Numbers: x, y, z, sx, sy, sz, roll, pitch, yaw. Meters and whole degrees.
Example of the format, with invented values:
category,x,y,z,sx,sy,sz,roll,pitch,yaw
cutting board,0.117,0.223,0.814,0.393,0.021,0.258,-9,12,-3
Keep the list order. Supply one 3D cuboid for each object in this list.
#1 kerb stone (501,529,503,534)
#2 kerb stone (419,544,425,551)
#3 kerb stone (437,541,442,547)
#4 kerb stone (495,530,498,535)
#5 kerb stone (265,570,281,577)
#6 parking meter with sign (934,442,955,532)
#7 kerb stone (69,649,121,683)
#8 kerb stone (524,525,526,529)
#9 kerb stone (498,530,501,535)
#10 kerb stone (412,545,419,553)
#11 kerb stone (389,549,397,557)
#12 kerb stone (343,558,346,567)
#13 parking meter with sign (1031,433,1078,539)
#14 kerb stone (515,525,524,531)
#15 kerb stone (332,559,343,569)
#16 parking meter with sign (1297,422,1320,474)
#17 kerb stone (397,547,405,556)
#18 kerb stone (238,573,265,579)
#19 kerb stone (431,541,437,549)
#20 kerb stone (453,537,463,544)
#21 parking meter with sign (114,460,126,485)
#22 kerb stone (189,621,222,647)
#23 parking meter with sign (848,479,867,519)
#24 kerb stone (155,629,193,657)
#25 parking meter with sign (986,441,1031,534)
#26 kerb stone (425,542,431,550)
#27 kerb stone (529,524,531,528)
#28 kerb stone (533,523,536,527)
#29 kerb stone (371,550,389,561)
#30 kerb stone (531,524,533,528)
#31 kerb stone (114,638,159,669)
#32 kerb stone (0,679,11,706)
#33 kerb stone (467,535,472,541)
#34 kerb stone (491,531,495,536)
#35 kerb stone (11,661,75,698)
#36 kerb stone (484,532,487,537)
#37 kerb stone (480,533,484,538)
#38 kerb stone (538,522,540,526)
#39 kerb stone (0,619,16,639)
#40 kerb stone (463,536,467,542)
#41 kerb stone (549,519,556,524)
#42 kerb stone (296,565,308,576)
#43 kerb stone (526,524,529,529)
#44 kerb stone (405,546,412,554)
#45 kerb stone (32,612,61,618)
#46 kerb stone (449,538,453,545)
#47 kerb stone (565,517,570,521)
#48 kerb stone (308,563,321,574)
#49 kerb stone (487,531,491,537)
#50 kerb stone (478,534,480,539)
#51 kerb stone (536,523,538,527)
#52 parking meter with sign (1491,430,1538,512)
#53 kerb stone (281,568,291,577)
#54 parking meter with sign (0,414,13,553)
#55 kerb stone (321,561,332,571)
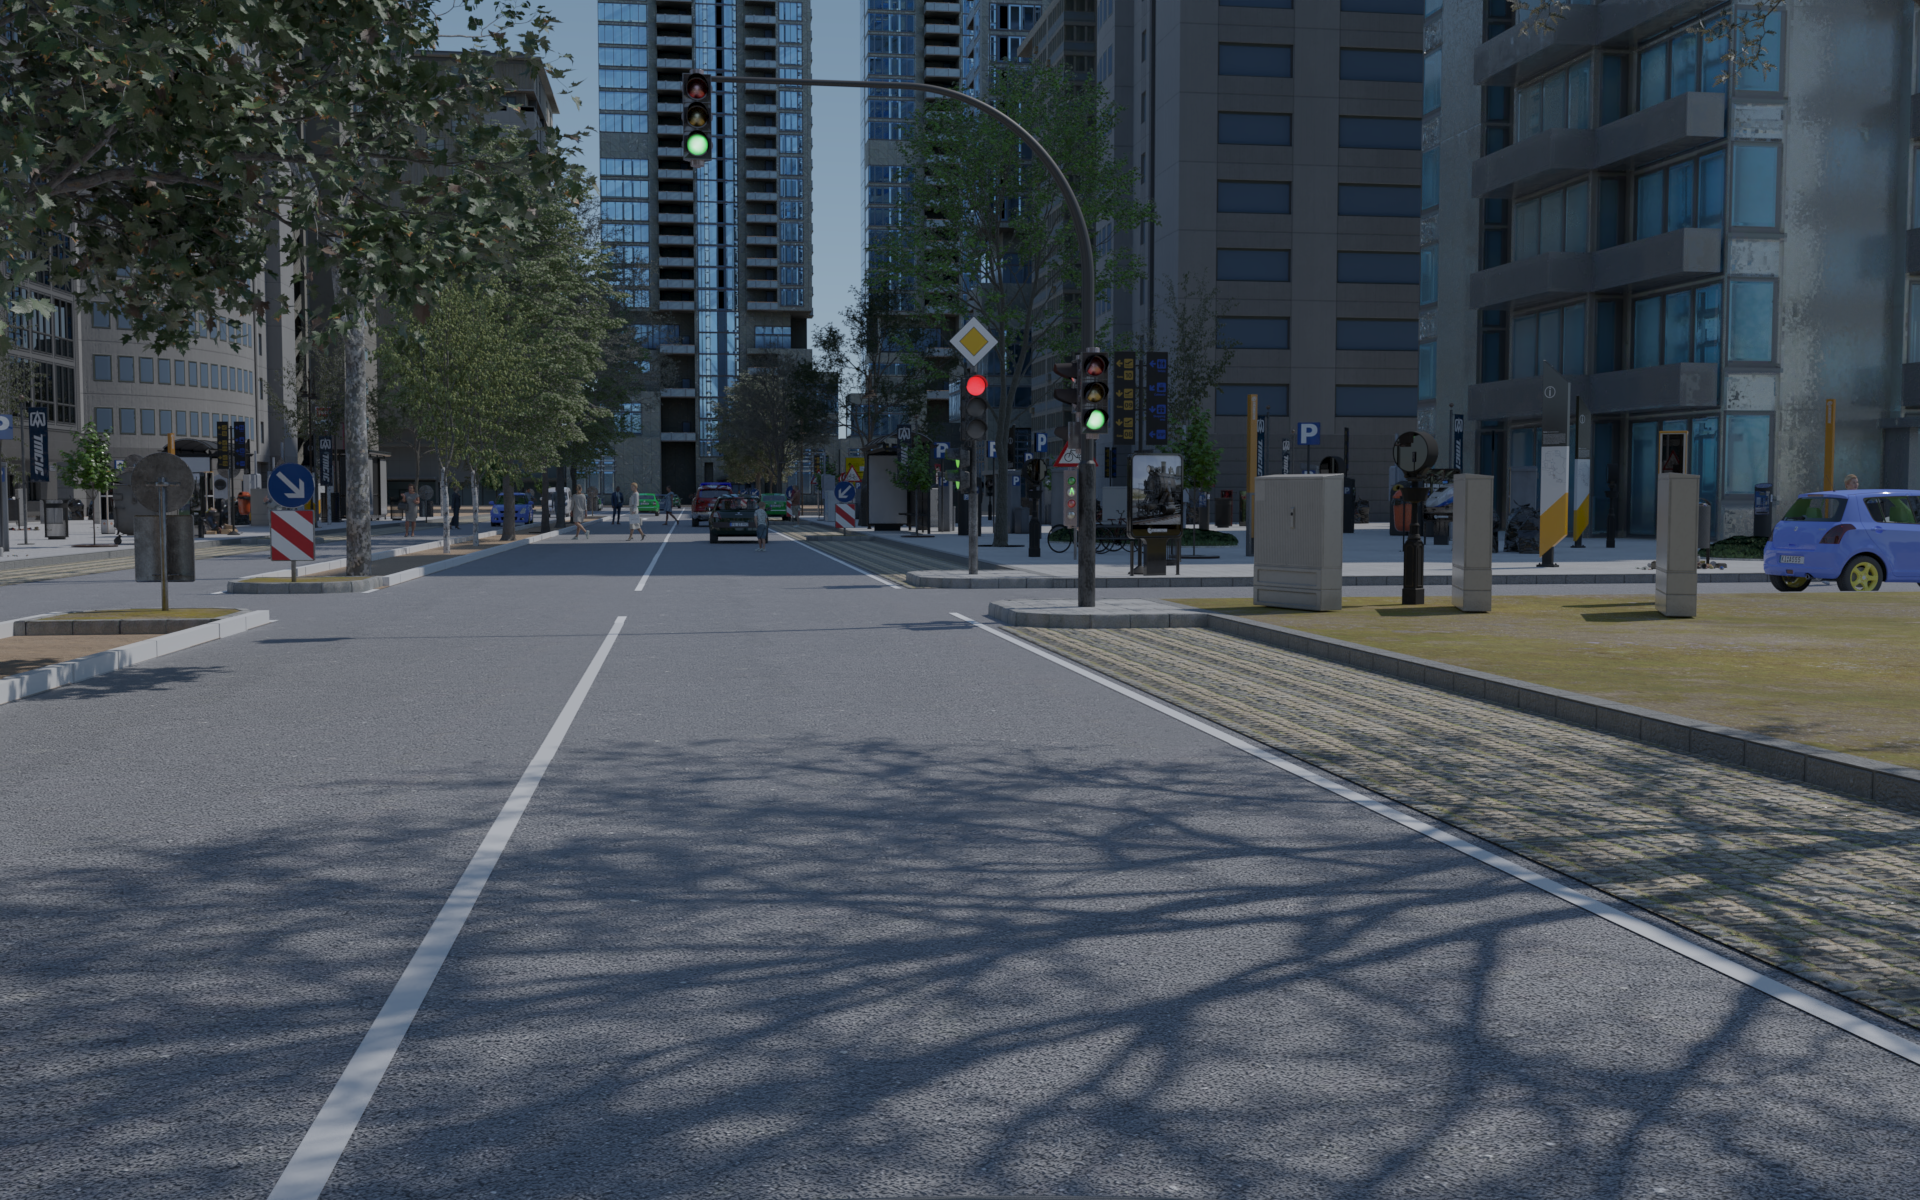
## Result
category,x,y,z,sx,sy,sz,roll,pitch,yaw
kerb stone,-16.361,-2.393,61.413,0.120,0.150,1.000,-1,4,-9
kerb stone,-13.545,-1.283,43.171,0.120,0.150,1.000,-1,4,-9
kerb stone,-14.018,-1.469,46.214,0.120,0.150,1.000,-1,4,-9
kerb stone,-16.051,-2.275,59.391,0.120,0.150,1.000,-1,4,-9
kerb stone,-11.202,-0.354,27.982,0.120,0.150,1.000,-1,4,-9
parking meter with sign,-0.480,-3.841,59.059,0.543,3.016,1.738,0,4,8
kerb stone,-6.848,0.525,13.616,0.120,0.150,1.000,-1,4,-9
kerb stone,-17.620,-2.888,69.530,0.120,0.150,1.000,-1,4,-9
kerb stone,-16.213,-2.337,60.401,0.120,0.150,1.000,-1,4,-9
kerb stone,-13.380,-1.221,42.162,0.120,0.150,1.000,-1,4,-9
kerb stone,-12.915,-1.033,39.116,0.120,0.150,1.000,-1,4,-9
kerb stone,-12.133,-0.725,34.050,0.120,0.150,1.000,-1,4,-9
parking meter with sign,2.957,-3.220,48.914,1.738,3.016,0.543,3,4,37
kerb stone,-17.460,-2.833,68.519,0.120,0.150,1.000,-1,4,-9
kerb stone,-11.979,-0.659,33.039,0.120,0.150,1.000,-1,4,-9
parking meter with sign,8.696,-2.856,42.952,0.543,3.016,1.738,1,4,15
kerb stone,-13.073,-1.097,40.129,0.120,0.150,1.000,-1,4,-9
kerb stone,-11.047,-0.292,26.971,0.120,0.150,1.000,-1,4,-9
kerb stone,-13.859,-1.407,45.204,0.120,0.150,1.000,-1,4,-9
kerb stone,-14.635,-1.716,50.264,0.120,0.150,1.000,-1,4,-9
parking meter with sign,-42.455,-5.623,88.202,0.543,3.016,1.738,-3,5,-44
kerb stone,-7.323,0.342,16.650,0.120,0.150,1.000,-1,4,-9
parking meter with sign,-5.004,-5.617,88.100,0.543,3.016,1.738,2,4,34
kerb stone,-7.160,0.401,15.640,0.120,0.150,1.000,-1,4,-9
parking meter with sign,1.601,-3.662,56.136,0.543,3.016,1.738,-3,4,-37
kerb stone,-13.702,-1.345,44.181,0.120,0.150,1.000,-1,4,-9
kerb stone,-17.936,-3.018,71.553,0.120,0.150,1.000,-1,4,-9
kerb stone,-18.244,-3.143,73.587,0.120,0.150,1.000,-1,4,-9
kerb stone,-12.759,-0.971,38.106,0.120,0.150,1.000,-1,4,-9
kerb stone,-18.087,-3.081,72.564,0.120,0.150,1.000,-1,4,-9
kerb stone,-7.004,0.463,14.630,0.120,0.150,1.000,-1,4,-9
kerb stone,-6.540,0.653,11.596,0.120,0.150,1.000,-1,4,-9
kerb stone,-14.951,-1.841,52.299,0.120,0.150,1.000,-1,4,-9
kerb stone,-15.892,-2.211,58.381,0.120,0.150,1.000,-1,4,-9
kerb stone,-6.700,0.587,12.605,0.120,0.150,1.000,-1,4,-9
kerb stone,-15.589,-2.085,56.356,0.120,0.150,1.000,-1,4,-9
kerb stone,-15.430,-2.028,55.346,0.120,0.150,1.000,-1,4,-9
kerb stone,-18.563,-3.267,75.607,0.120,0.150,1.000,-1,4,-9
kerb stone,-9.545,0.297,17.334,0.120,0.150,1.000,-1,4,-9
kerb stone,-14.801,-1.779,51.280,0.120,0.150,1.000,-1,4,-9
kerb stone,-20.132,-3.882,85.751,0.120,0.150,1.000,-1,4,-9
kerb stone,-11.515,-0.477,30.002,0.120,0.150,1.000,-1,4,-9
kerb stone,-17.772,-2.953,70.542,0.120,0.150,1.000,-1,4,-9
kerb stone,-13.229,-1.158,41.143,0.120,0.150,1.000,-1,4,-9
kerb stone,-9.711,0.236,18.343,0.120,0.150,1.000,-1,4,-9
kerb stone,-14.323,-1.590,48.243,0.120,0.150,1.000,-1,4,-9
kerb stone,-21.843,-4.569,96.897,0.120,0.150,1.000,-1,4,-9
kerb stone,-11.665,-0.539,31.014,0.120,0.150,1.000,-1,4,-9
kerb stone,-15.740,-2.145,57.367,0.120,0.150,1.000,-1,4,-9
kerb stone,-15.270,-1.966,54.333,0.120,0.150,1.000,-1,4,-9
kerb stone,-18.405,-3.205,74.597,0.120,0.150,1.000,-1,4,-9
parking meter with sign,15.358,-3.113,47.151,1.738,3.016,0.543,1,4,17
kerb stone,-11.359,-0.412,28.992,0.120,0.150,1.000,-1,4,-9
parking meter with sign,-21.474,-2.590,38.600,0.543,3.016,1.738,-2,4,-34
kerb stone,-11.828,-0.601,32.028,0.120,0.150,1.000,-1,4,-9
